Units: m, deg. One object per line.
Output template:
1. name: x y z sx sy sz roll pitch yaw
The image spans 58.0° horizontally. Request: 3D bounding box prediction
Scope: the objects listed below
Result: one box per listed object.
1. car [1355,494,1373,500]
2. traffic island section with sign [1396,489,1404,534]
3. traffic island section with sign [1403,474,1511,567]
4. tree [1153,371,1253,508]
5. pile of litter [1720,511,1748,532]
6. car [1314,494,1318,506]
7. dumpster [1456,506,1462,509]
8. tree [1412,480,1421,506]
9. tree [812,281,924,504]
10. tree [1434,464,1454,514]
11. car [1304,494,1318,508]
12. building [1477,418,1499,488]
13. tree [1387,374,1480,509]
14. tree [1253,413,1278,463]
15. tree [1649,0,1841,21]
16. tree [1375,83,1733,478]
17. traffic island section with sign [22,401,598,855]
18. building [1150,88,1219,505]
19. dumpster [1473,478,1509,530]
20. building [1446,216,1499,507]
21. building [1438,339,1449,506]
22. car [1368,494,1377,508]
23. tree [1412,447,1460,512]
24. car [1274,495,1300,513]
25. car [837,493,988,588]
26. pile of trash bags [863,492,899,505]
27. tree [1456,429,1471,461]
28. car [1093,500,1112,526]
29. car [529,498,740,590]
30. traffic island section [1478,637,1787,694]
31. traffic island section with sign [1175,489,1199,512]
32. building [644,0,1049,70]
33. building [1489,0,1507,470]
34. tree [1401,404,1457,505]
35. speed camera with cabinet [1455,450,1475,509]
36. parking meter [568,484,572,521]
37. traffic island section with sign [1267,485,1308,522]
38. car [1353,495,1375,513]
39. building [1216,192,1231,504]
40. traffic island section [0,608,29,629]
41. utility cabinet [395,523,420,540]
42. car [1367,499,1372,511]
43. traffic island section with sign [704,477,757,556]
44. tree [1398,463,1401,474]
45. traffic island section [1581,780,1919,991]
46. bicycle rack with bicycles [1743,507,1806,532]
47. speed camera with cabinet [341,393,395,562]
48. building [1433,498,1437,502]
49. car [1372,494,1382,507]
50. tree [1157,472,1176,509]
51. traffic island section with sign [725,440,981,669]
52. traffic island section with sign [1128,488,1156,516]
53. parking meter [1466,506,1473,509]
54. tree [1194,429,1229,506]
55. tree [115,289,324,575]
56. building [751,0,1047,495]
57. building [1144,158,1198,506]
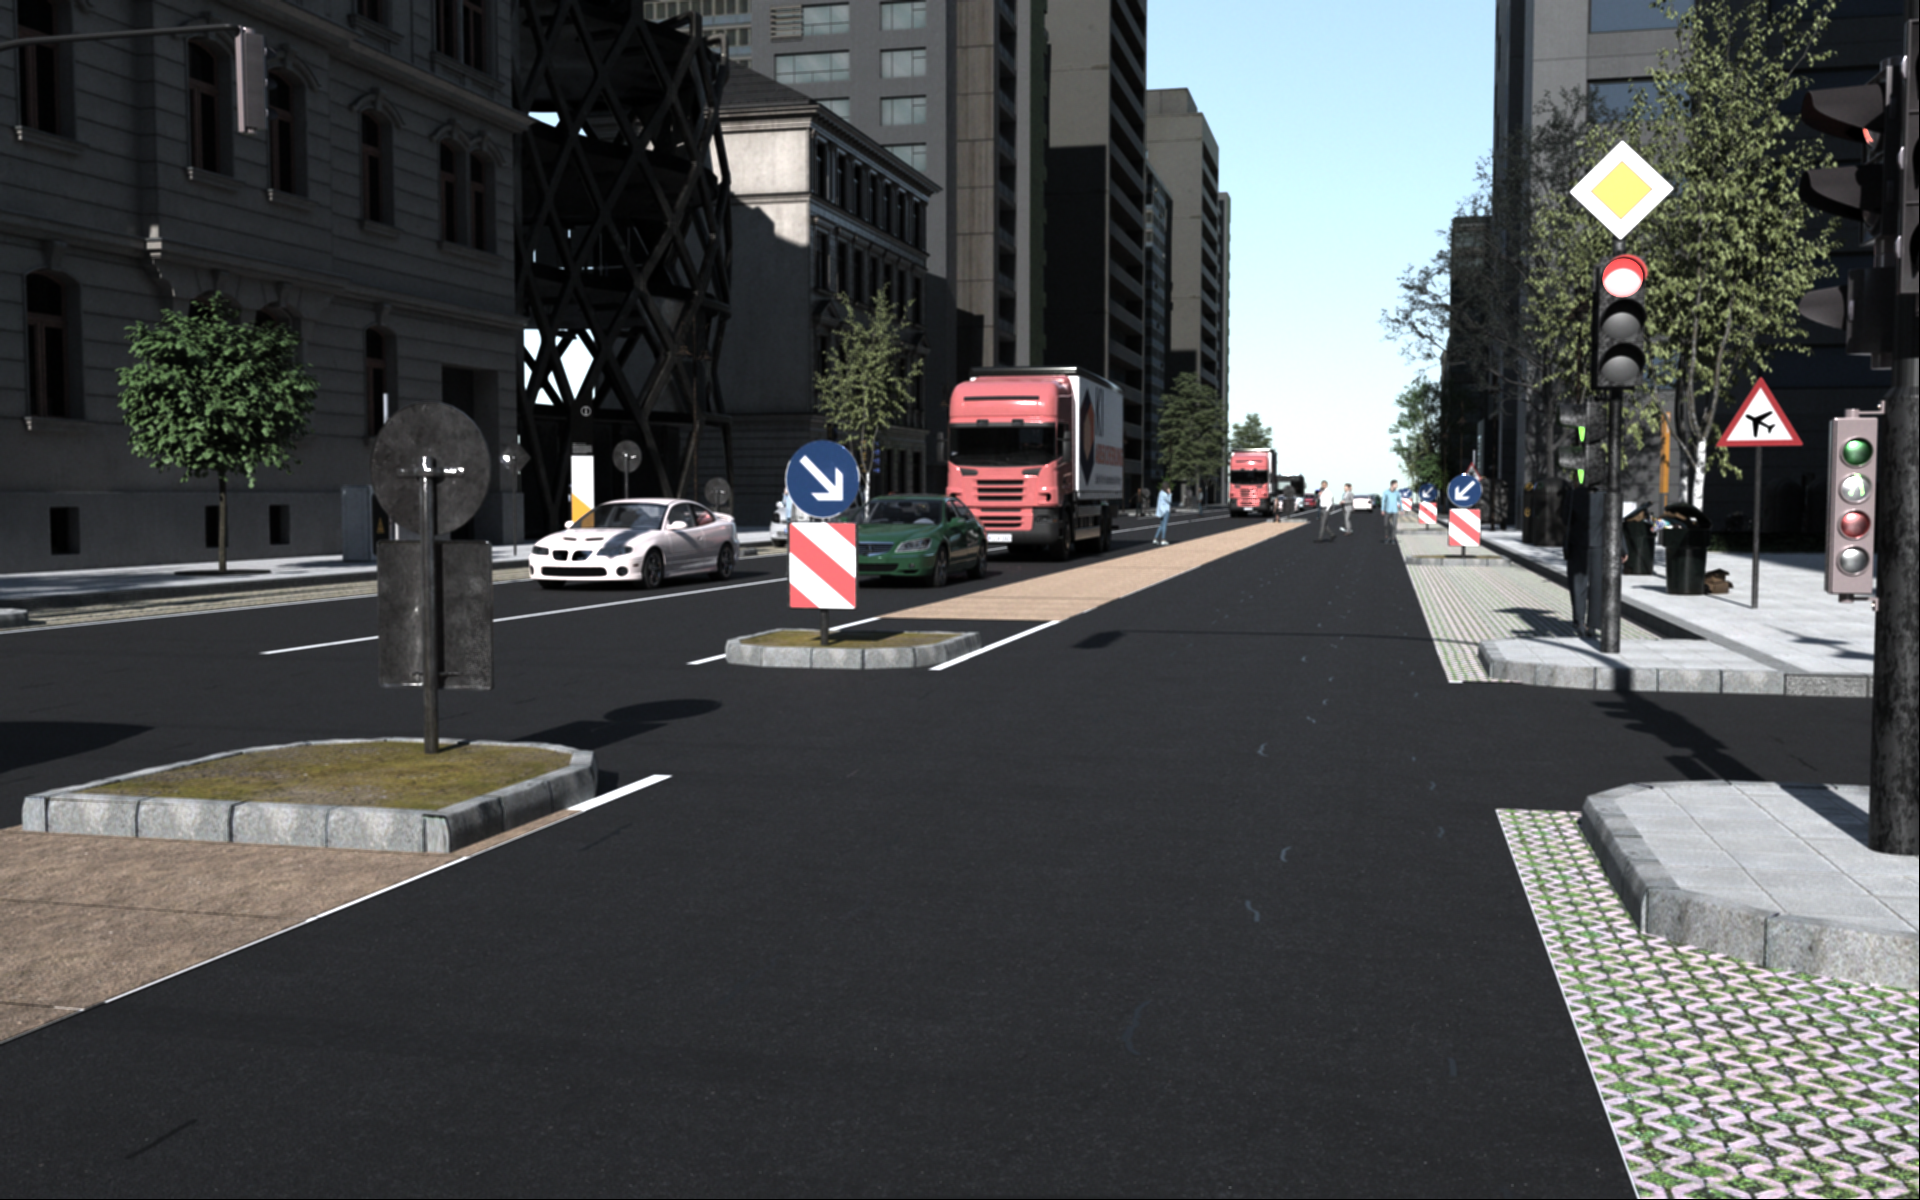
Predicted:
1. car: 36.271 -8.972 156.482 2.009 1.686 4.222 1 4 13
2. traffic island section with sign: 16.504 -3.239 61.587 1.989 1.847 2.006 1 4 14
3. traffic island section with sign: 10.090 -1.622 35.152 1.989 1.847 2.006 1 4 14
4. tree: 21.466 -14.834 160.660 7.486 12.596 7.792 0 3 0
5. pile of litter: 19.796 -1.874 44.610 1.176 0.858 1.719 -1 4 -9
6. car: 42.583 -12.345 210.638 1.959 1.807 4.718 1 4 15
7. dumpster: 22.325 -4.284 75.810 1.264 1.857 1.865 1 4 13
8. tree: 51.185 -12.113 192.650 1.663 3.219 1.824 0 3 0
9. tree: -3.272 -6.750 60.724 4.737 8.622 4.395 0 3 0
10. tree: 31.271 -7.126 111.110 1.663 3.219 1.824 0 3 0
11. car: 34.828 -10.069 173.668 2.155 1.783 4.494 1 4 13
12. building: 54.071 -50.417 136.988 22.319 86.520 31.000 1 4 14
13. tree: 40.762 -13.668 149.228 9.928 11.665 9.643 0 3 0
14. tree: 40.537 -19.789 241.675 7.486 12.596 7.792 0 3 0
15. tree: 10.266 -4.512 24.141 4.737 8.622 4.395 0 3 0
16. tree: 17.736 -8.629 51.448 12.009 13.543 11.850 0 3 0
17. traffic island section with sign: -2.761 0.009 7.993 2.006 1.907 1.989 1 4 14
18. building: 19.912 -36.013 212.519 21.300 48.544 21.600 1 4 14
19. dumpster: 19.029 -3.448 62.137 1.264 1.857 1.865 1 4 14
20. building: 58.159 -25.001 180.467 14.160 30.474 14.107 1 4 14
21. building: 70.159 -21.705 199.923 27.650 21.520 28.899 1 4 14
22. car: 42.026 -10.196 178.712 2.014 1.417 4.499 1 4 12
23. tree: 33.711 -8.491 122.548 4.285 4.588 4.351 0 3 0
24. car: 25.160 -7.407 133.467 2.083 1.381 4.827 1 4 14
25. car: -0.798 -1.003 28.198 2.131 1.459 4.920 1 4 13
26. pile of trash bags: -3.207 -3.467 66.444 1.912 1.369 3.447 2 4 25
27. tree: 14.550 -5.441 39.317 4.737 8.622 4.395 0 3 0
28. car: 4.955 -3.545 69.756 2.131 1.459 4.920 1 4 15
29. car: -5.086 -0.933 27.614 2.083 1.381 4.827 1 4 15
30. traffic island section: 5.282 0.505 14.017 2.009 0.180 2.903 1 4 14
31. traffic island section with sign: 18.654 -8.102 141.103 1.989 1.847 2.006 1 4 14
32. building: -8.102 -26.296 121.825 32.217 40.220 23.993 1 4 14
33. building: 48.283 -31.775 108.757 28.713 52.752 27.495 1 4 14
34. tree: 39.027 -11.655 140.920 4.737 8.622 4.395 0 3 0
35. speed camera with cabinet: 23.015 -5.162 78.734 0.660 3.252 2.038 0 4 5
36. parking meter: -9.304 -2.056 42.019 0.372 1.533 0.369 0 3 0
37. traffic island section with sign: 16.709 -4.898 88.218 2.006 1.907 1.989 1 4 14
38. car: 31.199 -7.491 134.832 2.083 1.381 4.827 1 4 14
39. building: 28.045 -33.390 229.523 14.154 41.232 14.086 1 4 14
40. traffic island section: -11.230 0.261 18.014 2.009 0.180 2.903 1 4 14
41. utility cabinet: -11.719 -1.557 36.612 0.306 1.237 1.020 1 4 13
42. car: 33.724 -8.183 146.151 2.083 1.381 4.827 1 4 13
43. traffic island section with sign: -5.818 -1.936 40.275 1.989 1.847 2.006 1 4 14
44. tree: 44.992 -13.341 168.492 4.737 8.622 4.395 0 3 0
45. traffic island section: 3.399 0.980 6.256 2.009 0.180 2.903 1 4 14
46. bicycle rack with bicycles: 22.839 -2.093 47.606 2.925 0.926 2.852 -1 4 -13
47. speed camera with cabinet: -11.198 -2.391 33.435 0.660 3.252 2.038 1 4 8
48. building: 78.069 -32.621 225.241 32.217 40.220 23.993 1 4 14
49. car: 44.910 -10.801 188.386 2.131 1.459 4.920 1 4 15
50. tree: 18.278 -9.706 153.292 1.663 3.219 1.824 0 3 0
51. traffic island section with sign: -1.005 -0.431 15.189 2.006 1.907 1.989 1 4 14
52. traffic island section with sign: 12.294 -6.500 114.906 1.989 1.847 2.006 1 4 14
53. parking meter: 20.021 -3.658 68.214 0.372 1.533 0.369 0 3 0
54. tree: 25.741 -14.047 180.024 4.360 8.622 3.978 0 3 0
55. tree: -11.897 -2.695 27.771 4.285 4.588 4.351 0 3 0
56. building: -3.164 -25.473 100.084 14.154 41.232 14.086 1 4 14
57. building: 9.659 -30.575 191.775 32.217 40.220 23.993 1 4 14
